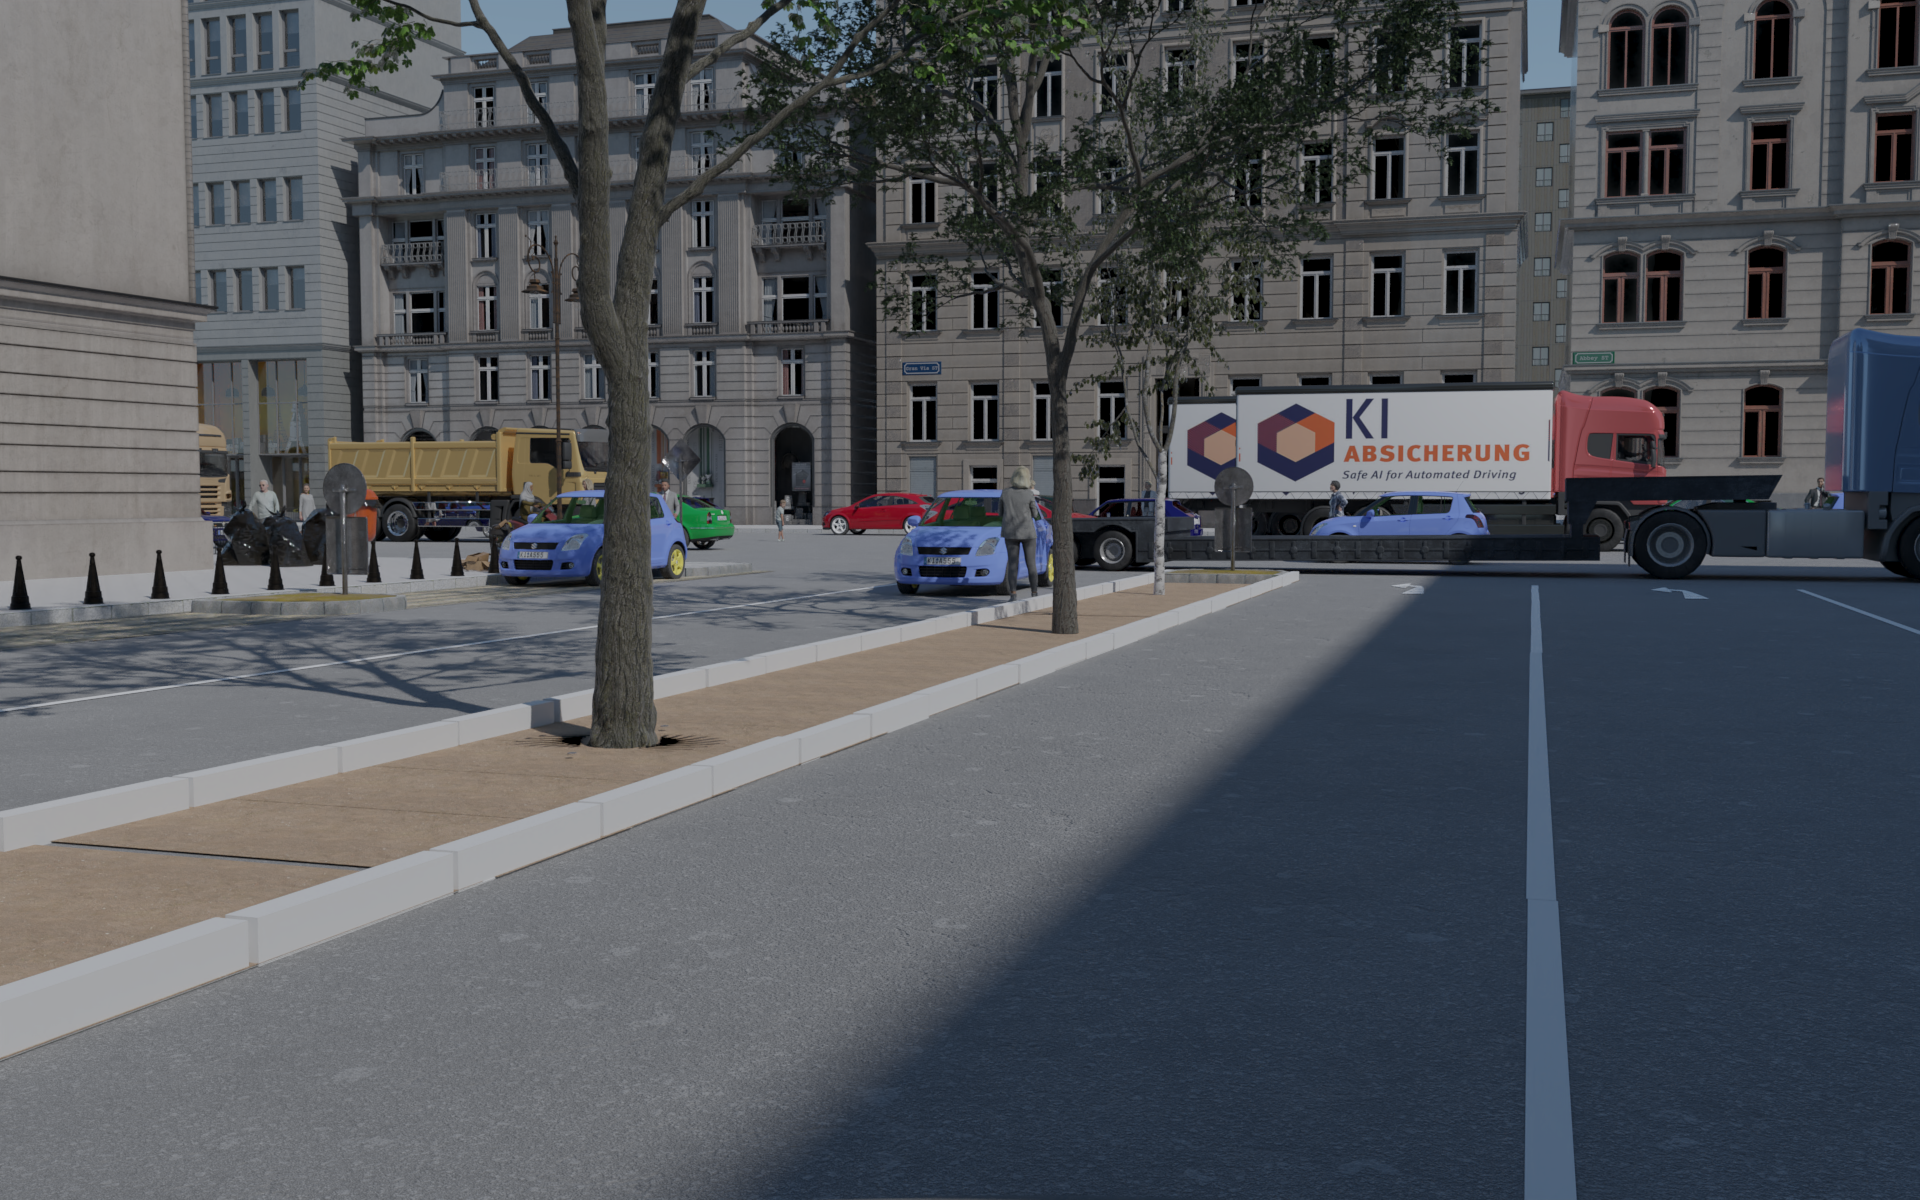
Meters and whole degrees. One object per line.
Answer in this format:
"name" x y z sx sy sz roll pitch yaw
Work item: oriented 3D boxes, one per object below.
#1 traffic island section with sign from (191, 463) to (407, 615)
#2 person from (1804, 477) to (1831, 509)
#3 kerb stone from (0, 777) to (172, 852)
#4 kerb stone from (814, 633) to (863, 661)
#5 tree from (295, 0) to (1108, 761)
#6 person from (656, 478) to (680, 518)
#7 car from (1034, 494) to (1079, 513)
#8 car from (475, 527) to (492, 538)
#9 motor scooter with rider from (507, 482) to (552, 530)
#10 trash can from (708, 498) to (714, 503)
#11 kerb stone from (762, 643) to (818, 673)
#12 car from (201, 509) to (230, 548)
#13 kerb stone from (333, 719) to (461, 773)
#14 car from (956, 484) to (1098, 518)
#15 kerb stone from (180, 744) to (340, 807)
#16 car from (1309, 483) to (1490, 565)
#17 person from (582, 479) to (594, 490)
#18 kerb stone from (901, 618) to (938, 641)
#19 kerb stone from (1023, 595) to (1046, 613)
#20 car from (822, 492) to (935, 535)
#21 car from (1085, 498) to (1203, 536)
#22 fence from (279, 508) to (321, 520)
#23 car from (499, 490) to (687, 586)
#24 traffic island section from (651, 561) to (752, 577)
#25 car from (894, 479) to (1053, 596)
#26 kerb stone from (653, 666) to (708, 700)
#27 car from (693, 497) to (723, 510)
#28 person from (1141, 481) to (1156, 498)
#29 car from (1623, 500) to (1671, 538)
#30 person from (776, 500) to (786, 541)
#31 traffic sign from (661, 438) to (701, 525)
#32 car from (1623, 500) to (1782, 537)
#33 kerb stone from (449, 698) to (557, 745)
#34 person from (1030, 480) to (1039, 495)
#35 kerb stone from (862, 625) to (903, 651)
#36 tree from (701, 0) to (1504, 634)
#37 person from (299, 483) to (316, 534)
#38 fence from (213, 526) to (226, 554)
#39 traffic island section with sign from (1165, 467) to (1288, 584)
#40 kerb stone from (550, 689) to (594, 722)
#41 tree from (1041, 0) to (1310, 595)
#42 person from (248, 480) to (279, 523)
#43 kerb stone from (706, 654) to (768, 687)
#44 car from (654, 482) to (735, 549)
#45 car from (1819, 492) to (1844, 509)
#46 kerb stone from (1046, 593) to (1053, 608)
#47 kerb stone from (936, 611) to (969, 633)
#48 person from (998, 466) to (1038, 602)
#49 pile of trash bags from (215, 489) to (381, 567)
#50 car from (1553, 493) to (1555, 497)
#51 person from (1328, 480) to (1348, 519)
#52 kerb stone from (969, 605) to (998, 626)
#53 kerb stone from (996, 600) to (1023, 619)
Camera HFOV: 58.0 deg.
"traffic island section with sign" -7.969 -0.777 21.337 1.989 1.847 2.006 1 4 18
"person" 24.230 -2.509 48.890 0.648 1.900 0.474 -1 4 -17
"kerb stone" -3.701 0.909 7.377 0.120 0.150 1.000 1 4 18
"kerb stone" -1.112 0.427 15.219 0.120 0.150 1.000 1 4 18
"tree" -1.855 -4.963 9.358 9.928 11.665 9.643 0 3 0
"person" -6.792 -1.916 40.105 0.678 1.792 0.850 0 4 7
"car" 0.957 -1.880 40.519 4.222 1.686 2.009 1 4 16
"car" -13.896 -2.699 56.703 3.894 1.354 1.945 1 4 20
"motor scooter with rider" -10.473 -2.074 42.876 1.986 1.779 0.876 1 4 17
"trash can" -9.721 -3.331 66.116 0.748 1.137 0.748 0 3 0
"kerb stone" -1.438 0.488 14.242 0.120 0.150 1.000 1 4 18
"car" -21.088 -2.050 46.095 3.894 1.354 1.945 1 4 19
"kerb stone" -3.052 0.793 9.334 0.120 0.150 1.000 1 4 18
"car" 1.364 -1.736 37.426 4.494 1.783 2.155 1 4 18
"kerb stone" -3.382 0.851 8.362 0.120 0.150 1.000 1 4 18
"car" 9.114 -1.620 36.074 3.694 1.707 1.945 1 4 18
"person" -8.850 -2.004 41.447 0.728 1.800 0.709 -2 4 -26
"kerb stone" -0.461 0.312 17.171 0.120 0.150 1.000 1 4 18
"kerb stone" 0.824 0.069 21.071 0.120 0.150 1.000 1 4 18
"car" -2.683 -3.147 60.489 4.494 1.783 2.155 1 4 20
"car" 3.960 -1.837 42.611 3.894 1.354 1.945 1 4 17
"fence" -28.068 -3.585 73.993 2.069 0.683 0.278 -1 4 -19
"car" -5.917 -1.127 28.015 1.945 1.707 3.694 1 4 19
"traffic island section" -5.050 -0.550 31.266 2.009 0.180 2.903 1 4 18
"car" 0.268 -0.986 25.717 1.945 1.707 3.694 1 4 16
"kerb stone" -2.084 0.612 12.274 0.120 0.150 1.000 1 4 18
"car" -10.668 -3.107 63.373 3.894 1.354 1.945 1 4 18
"person" 5.886 -2.809 54.297 0.514 1.842 0.818 0 4 -2
"car" 22.121 -2.520 53.007 4.920 1.459 2.131 1 4 18
"person" -5.429 -2.406 52.520 0.352 1.250 0.332 1 4 12
"traffic sign" -5.025 -1.685 31.197 0.795 2.450 0.064 1 4 18
"car" 21.035 -2.488 49.469 4.718 1.807 1.959 1 4 19
"kerb stone" -2.738 0.731 10.311 0.120 0.150 1.000 1 4 18
"person" 2.145 -2.582 50.586 0.818 1.842 0.514 2 4 34
"kerb stone" -0.788 0.368 16.195 0.120 0.150 1.000 1 4 18
"tree" 1.205 -4.944 17.700 8.767 10.594 7.601 1 4 18
"person" -18.529 -2.432 49.018 0.760 1.731 0.466 0 4 -4
"fence" -13.784 -1.060 32.700 0.278 0.683 2.069 1 4 18
"traffic island section with sign" 4.378 -1.240 28.412 2.006 1.907 1.989 1 4 18
"kerb stone" -2.397 0.667 11.295 0.120 0.150 1.000 1 4 18
"tree" 2.872 -4.380 24.439 4.360 8.622 3.978 0 3 0
"person" -16.388 -1.939 40.682 0.782 1.767 0.515 -2 4 -25
"kerb stone" -1.753 0.552 13.262 0.120 0.150 1.000 1 4 18
"car" -8.221 -2.212 44.956 4.718 1.807 1.959 1 4 17
"car" 22.009 -1.900 40.662 3.694 1.707 1.945 1 4 17
"kerb stone" 1.148 0.009 22.051 0.120 0.150 1.000 1 4 18
"kerb stone" -0.142 0.248 18.147 0.120 0.150 1.000 1 4 18
"person" 0.773 -0.866 22.843 0.537 1.800 0.526 1 4 21
"pile of trash bags" -11.696 -1.306 31.099 3.447 1.369 1.912 2 4 29
"car" 47.484 -7.845 137.862 1.945 1.707 3.694 1 4 18
"person" 8.417 -1.800 38.657 0.376 1.734 0.841 0 4 7
"kerb stone" 0.184 0.188 19.120 0.120 0.150 1.000 1 4 18
"kerb stone" 0.502 0.128 20.096 0.120 0.150 1.000 1 4 18
